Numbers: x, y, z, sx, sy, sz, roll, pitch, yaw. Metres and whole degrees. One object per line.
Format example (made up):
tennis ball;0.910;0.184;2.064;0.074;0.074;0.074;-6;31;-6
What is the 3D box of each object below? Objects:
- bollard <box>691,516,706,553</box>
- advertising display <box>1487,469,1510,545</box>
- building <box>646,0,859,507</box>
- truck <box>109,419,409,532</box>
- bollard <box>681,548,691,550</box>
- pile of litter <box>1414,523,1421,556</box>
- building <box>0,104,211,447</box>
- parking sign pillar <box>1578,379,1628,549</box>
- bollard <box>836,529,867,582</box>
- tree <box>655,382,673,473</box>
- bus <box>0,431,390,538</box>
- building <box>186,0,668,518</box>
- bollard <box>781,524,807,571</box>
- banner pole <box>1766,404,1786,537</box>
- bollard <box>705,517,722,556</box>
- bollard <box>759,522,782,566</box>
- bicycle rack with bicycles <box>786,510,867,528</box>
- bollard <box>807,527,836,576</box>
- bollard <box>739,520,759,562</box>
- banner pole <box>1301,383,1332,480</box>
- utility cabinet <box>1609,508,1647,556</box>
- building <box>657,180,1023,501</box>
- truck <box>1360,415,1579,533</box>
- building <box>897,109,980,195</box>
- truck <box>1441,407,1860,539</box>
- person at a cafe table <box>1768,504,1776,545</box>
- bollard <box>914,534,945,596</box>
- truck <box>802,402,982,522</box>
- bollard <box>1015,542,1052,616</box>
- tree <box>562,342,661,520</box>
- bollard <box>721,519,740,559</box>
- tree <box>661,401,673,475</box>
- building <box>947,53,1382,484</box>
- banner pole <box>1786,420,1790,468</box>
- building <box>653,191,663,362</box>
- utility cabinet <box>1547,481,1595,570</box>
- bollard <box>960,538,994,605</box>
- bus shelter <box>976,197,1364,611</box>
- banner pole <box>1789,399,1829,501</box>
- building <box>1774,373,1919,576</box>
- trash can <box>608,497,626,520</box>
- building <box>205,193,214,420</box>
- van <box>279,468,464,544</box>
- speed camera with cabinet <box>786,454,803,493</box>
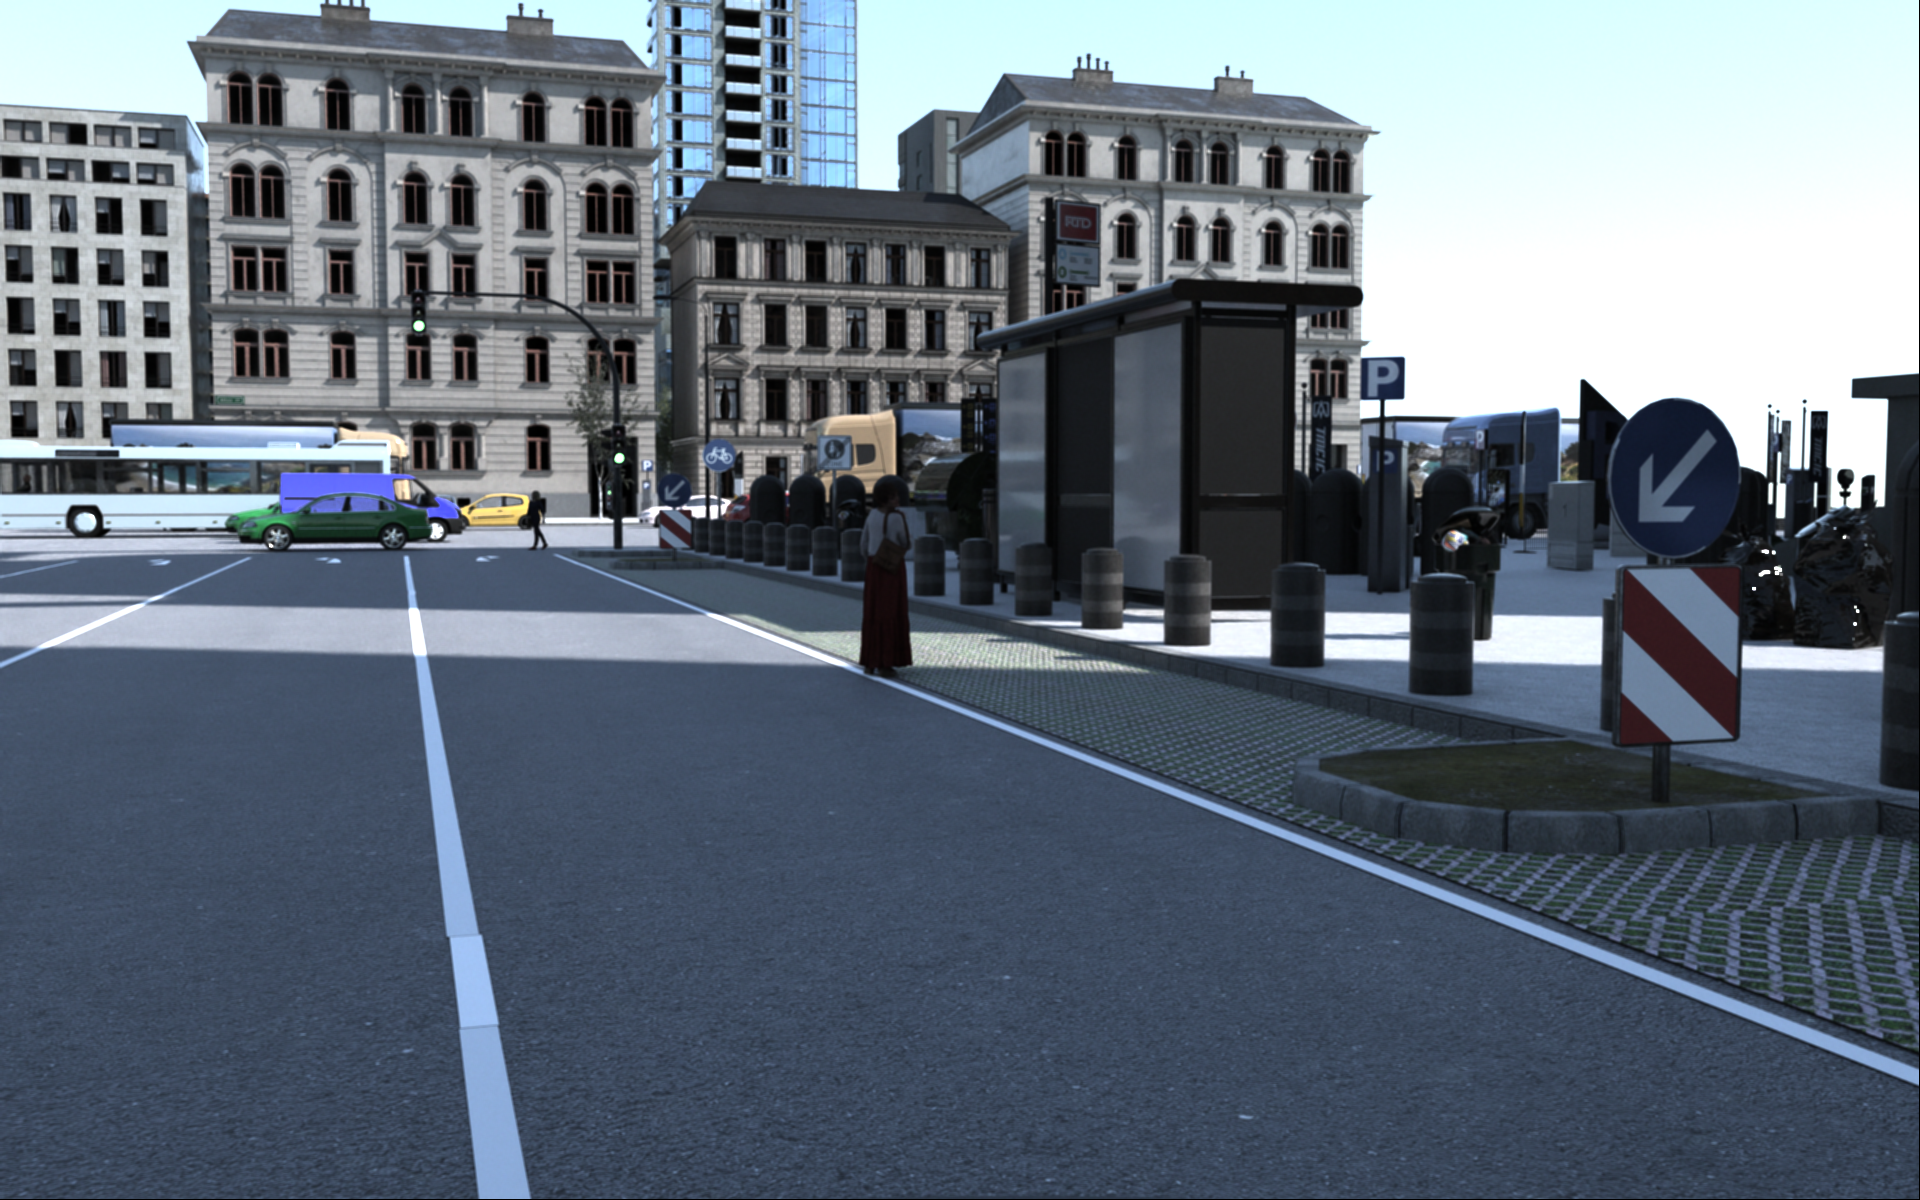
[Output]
bollard;-5.629;-1.427;38.047;0.404;0.777;0.398;0;3;0
advertising display;13.719;-2.383;44.171;0.123;1.923;0.974;-1;4;-11
building;-22.165;-52.416;169.675;22.319;86.520;31.000;-1;4;-18
truck;-26.550;-4.787;67.180;11.283;4.237;2.839;-1;4;-16
bollard;-6.215;-1.537;39.854;0.404;0.777;0.398;0;3;0
pile of litter;9.025;-1.335;35.797;1.719;0.858;1.176;0;4;3
building;-47.889;-14.278;88.194;16.860;20.320;10.420;-1;4;-18
parking sign pillar;15.183;-3.196;40.722;1.447;3.967;1.447;-2;4;-24
bollard;-1.550;-0.660;25.506;0.404;0.777;0.398;0;3;0
tree;-18.722;-9.982;113.563;4.737;8.622;4.395;0;3;0
bus;-26.072;-3.867;58.087;13.247;3.499;2.948;-1;4;-19
building;-28.887;-18.857;95.694;23.554;28.519;14.401;-1;4;-18
bollard;-2.716;-0.879;29.091;0.404;0.777;0.398;0;3;0
banner pole;22.390;-3.539;47.881;0.401;3.779;0.863;1;4;12
bollard;-5.049;-1.317;36.258;0.404;0.777;0.398;0;3;0
bollard;-3.301;-0.989;30.889;0.404;0.777;0.398;0;3;0
bicycle rack with bicycles;-3.039;-1.626;39.974;2.925;0.926;2.852;-3;4;-36
bollard;-2.129;-0.769;27.296;0.404;0.777;0.398;0;3;0
bollard;-3.885;-1.098;32.677;0.404;0.777;0.398;0;3;0
banner pole;7.938;-2.989;38.881;0.863;3.779;0.401;2;4;25
utility cabinet;13.956;-1.639;35.485;1.173;1.500;0.318;1;4;12
building;-7.211;-14.478;101.335;19.286;19.102;10.561;-1;4;-18
truck;20.466;-4.612;64.328;11.283;4.237;2.839;-1;4;-16
building;1.743;-30.905;188.894;14.086;41.232;14.154;-1;4;-18
truck;23.735;-4.061;56.156;18.799;4.110;2.967;-1;4;-16
person at a cafe table;16.948;-1.649;37.830;1.698;1.238;1.726;-1;4;-23
bollard;-0.385;-0.441;21.929;0.404;0.777;0.398;0;3;0
truck;0.053;-4.008;54.451;11.283;4.237;2.839;-1;4;-16
bollard;0.780;-0.222;18.347;0.404;0.777;0.398;0;3;0
tree;-17.323;-8.158;83.741;4.360;8.622;3.978;0;3;0
bollard;-4.464;-1.208;34.467;0.404;0.777;0.398;0;3;0
tree;-20.142;-10.336;119.351;4.360;8.622;3.978;0;3;0
building;12.585;-19.713;109.703;23.554;28.519;14.401;-1;4;-18
banner pole;24.365;-3.753;51.376;0.863;3.779;0.401;-2;4;-28
building;-58.316;-39.137;259.497;30.456;49.044;23.786;-1;4;-18
utility cabinet;10.373;-1.271;29.463;0.318;1.500;1.173;0;4;-5
bollard;0.194;-0.332;20.140;0.404;0.777;0.398;0;3;0
bus shelter;1.726;-2.668;21.258;2.179;5.291;8.768;-1;4;-18
banner pole;22.460;-3.405;45.682;0.863;3.779;0.401;0;4;2
building;30.293;-20.342;24.477;32.217;40.220;23.993;-1;4;-18
trash can;-17.986;-4.886;91.544;0.748;1.137;0.748;0;3;0
building;-113.798;-35.851;240.790;28.867;44.769;22.147;-1;4;-18
van;-17.442;-2.872;51.342;5.245;2.365;2.240;-1;4;-19
speed camera with cabinet;-8.467;-5.589;85.710;2.038;3.252;0.660;-1;4;-16
